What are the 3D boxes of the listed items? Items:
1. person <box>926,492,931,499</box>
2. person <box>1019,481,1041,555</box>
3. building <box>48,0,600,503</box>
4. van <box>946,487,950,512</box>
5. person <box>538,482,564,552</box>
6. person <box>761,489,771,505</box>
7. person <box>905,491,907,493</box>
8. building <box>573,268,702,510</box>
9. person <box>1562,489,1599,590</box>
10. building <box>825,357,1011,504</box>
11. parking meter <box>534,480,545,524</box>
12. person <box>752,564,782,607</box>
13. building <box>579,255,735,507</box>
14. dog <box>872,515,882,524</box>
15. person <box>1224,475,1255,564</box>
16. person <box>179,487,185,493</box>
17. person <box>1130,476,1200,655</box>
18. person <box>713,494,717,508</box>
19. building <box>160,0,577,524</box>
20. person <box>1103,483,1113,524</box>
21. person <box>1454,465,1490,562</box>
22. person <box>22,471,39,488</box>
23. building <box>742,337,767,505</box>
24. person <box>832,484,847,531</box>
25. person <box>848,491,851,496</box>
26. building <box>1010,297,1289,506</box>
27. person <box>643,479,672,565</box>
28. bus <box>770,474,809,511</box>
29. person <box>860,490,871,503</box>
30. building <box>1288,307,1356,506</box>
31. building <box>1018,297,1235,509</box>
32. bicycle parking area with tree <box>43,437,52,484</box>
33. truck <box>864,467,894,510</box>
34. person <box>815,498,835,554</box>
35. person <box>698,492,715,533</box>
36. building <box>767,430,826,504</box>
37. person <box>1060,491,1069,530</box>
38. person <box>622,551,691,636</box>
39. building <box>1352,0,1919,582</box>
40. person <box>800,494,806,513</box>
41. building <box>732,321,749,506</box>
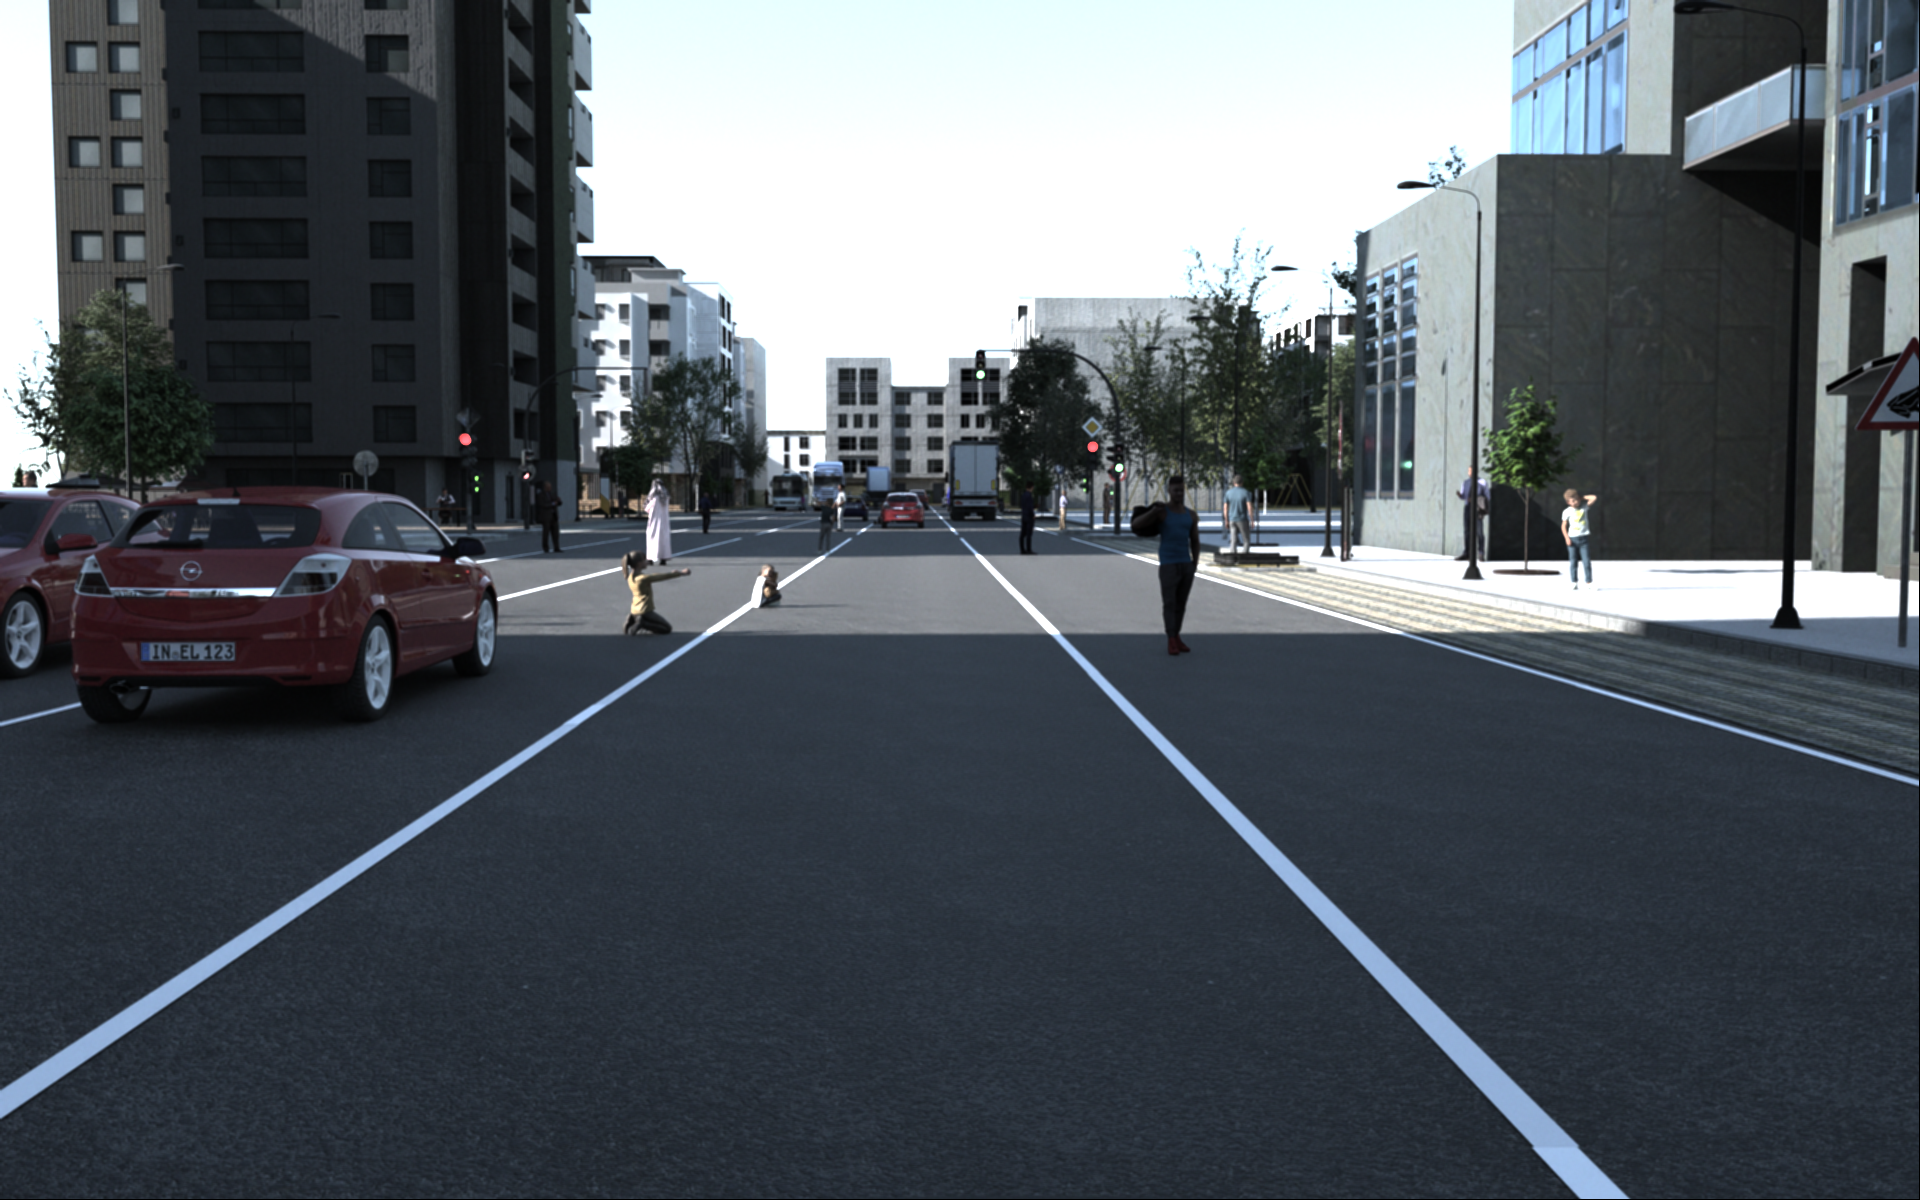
[{"bbox_3d":[-3.790,-11.377,195.309,0.721,1.735,1.217,3,5,43],"label":"person"},{"bbox_3d":[1.675,-1.950,41.082,0.504,1.737,0.576,-2,4,-33],"label":"person"},{"bbox_3d":[-39.409,-32.040,113.089,28.713,52.752,27.495,0,4,-1],"label":"building"},{"bbox_3d":[-0.066,-8.383,141.440,2.240,2.365,5.245,0,4,1],"label":"van"},{"bbox_3d":[-10.047,-2.044,42.607,0.600,1.739,0.565,1,4,17],"label":"person"},{"bbox_3d":[-22.438,-11.920,200.894,1.348,1.831,0.705,2,4,24],"label":"person"},{"bbox_3d":[-5.559,-10.249,176.519,0.568,1.767,0.683,0,4,-2],"label":"person"},{"bbox_3d":[-29.774,-17.516,142.804,16.016,20.091,11.380,0,4,-1],"label":"building"},{"bbox_3d":[8.310,-0.809,23.186,0.435,1.345,0.340,0,4,5],"label":"person"},{"bbox_3d":[-1.772,-22.328,231.516,31.486,18.905,16.747,0,4,-1],"label":"building"},{"bbox_3d":[-17.845,-4.149,73.548,0.399,1.863,0.255,0,4,8],"label":"parking meter"},{"bbox_3d":[-2.453,-0.184,21.976,0.357,0.543,0.381,-2,4,-24],"label":"person"},{"bbox_3d":[-37.100,-19.608,164.559,27.936,21.610,32.646,0,4,-1],"label":"building"},{"bbox_3d":[-3.992,-3.821,82.664,0.748,0.427,0.550,-1,4,-14],"label":"dog"},{"bbox_3d":[5.581,-1.582,34.502,0.598,1.807,0.434,3,4,36],"label":"person"},{"bbox_3d":[-24.044,-2.730,53.371,0.574,1.496,0.600,1,4,9],"label":"person"},{"bbox_3d":[1.896,-0.326,15.693,0.647,1.594,0.662,-2,4,-26],"label":"person"},{"bbox_3d":[-22.624,-9.361,160.036,0.436,1.711,0.756,-1,4,-17],"label":"person"},{"bbox_3d":[-25.823,-18.736,78.035,14.160,30.474,14.107,0,4,-1],"label":"building"},{"bbox_3d":[6.277,-4.091,73.481,0.434,1.755,0.990,0,4,-6],"label":"person"},{"bbox_3d":[9.684,-1.649,32.878,0.599,1.838,0.709,-3,5,-45],"label":"person"},{"bbox_3d":[-15.452,-1.238,28.864,0.434,1.807,0.598,0,4,-4],"label":"person"},{"bbox_3d":[-39.115,-20.579,202.927,31.486,18.905,16.747,0,4,-1],"label":"building"},{"bbox_3d":[-4.655,-3.548,66.663,0.789,1.805,0.875,-1,4,-23],"label":"person"},{"bbox_3d":[-10.647,-9.583,165.905,0.721,1.736,1.217,1,4,12],"label":"person"},{"bbox_3d":[19.509,-21.540,196.155,27.936,21.610,32.646,0,4,-1],"label":"building"},{"bbox_3d":[-6.084,-1.572,34.870,0.621,1.740,0.551,2,4,24],"label":"person"},{"bbox_3d":[-14.697,-9.518,150.471,2.948,3.499,13.247,0,4,-3],"label":"bus"},{"bbox_3d":[-8.452,-8.797,152.413,1.350,1.814,0.705,-1,4,-18],"label":"person"},{"bbox_3d":[54.834,-21.758,199.716,32.646,21.610,27.936,0,4,-1],"label":"building"},{"bbox_3d":[14.774,-18.201,164.047,16.747,18.905,31.486,0,4,-1],"label":"building"},{"bbox_3d":[-47.816,-6.074,86.320,8.231,4.147,9.016,2,4,26],"label":"bicycle parking area with tree"},{"bbox_3d":[-7.816,-10.668,164.187,2.967,4.110,18.799,0,4,-2],"label":"truck"},{"bbox_3d":[-3.248,-1.787,41.619,0.435,1.345,0.340,-1,4,-20],"label":"person"},{"bbox_3d":[-9.192,-3.180,63.180,0.600,1.496,0.574,-2,4,-35],"label":"person"},{"bbox_3d":[-31.641,-17.421,226.987,28.070,9.664,9.099,0,4,-1],"label":"building"},{"bbox_3d":[4.158,-3.581,69.118,0.319,1.574,0.516,-1,4,-13],"label":"person"},{"bbox_3d":[-3.134,-0.081,17.754,0.695,0.859,0.347,-3,4,-36],"label":"person"},{"bbox_3d":[21.426,-43.618,25.822,22.319,86.520,31.000,0,4,-1],"label":"building"},{"bbox_3d":[-11.797,-7.310,131.252,0.726,1.435,0.776,-3,5,-42],"label":"person"},{"bbox_3d":[-31.041,-20.202,186.730,16.016,20.091,11.380,0,4,-1],"label":"building"}]
